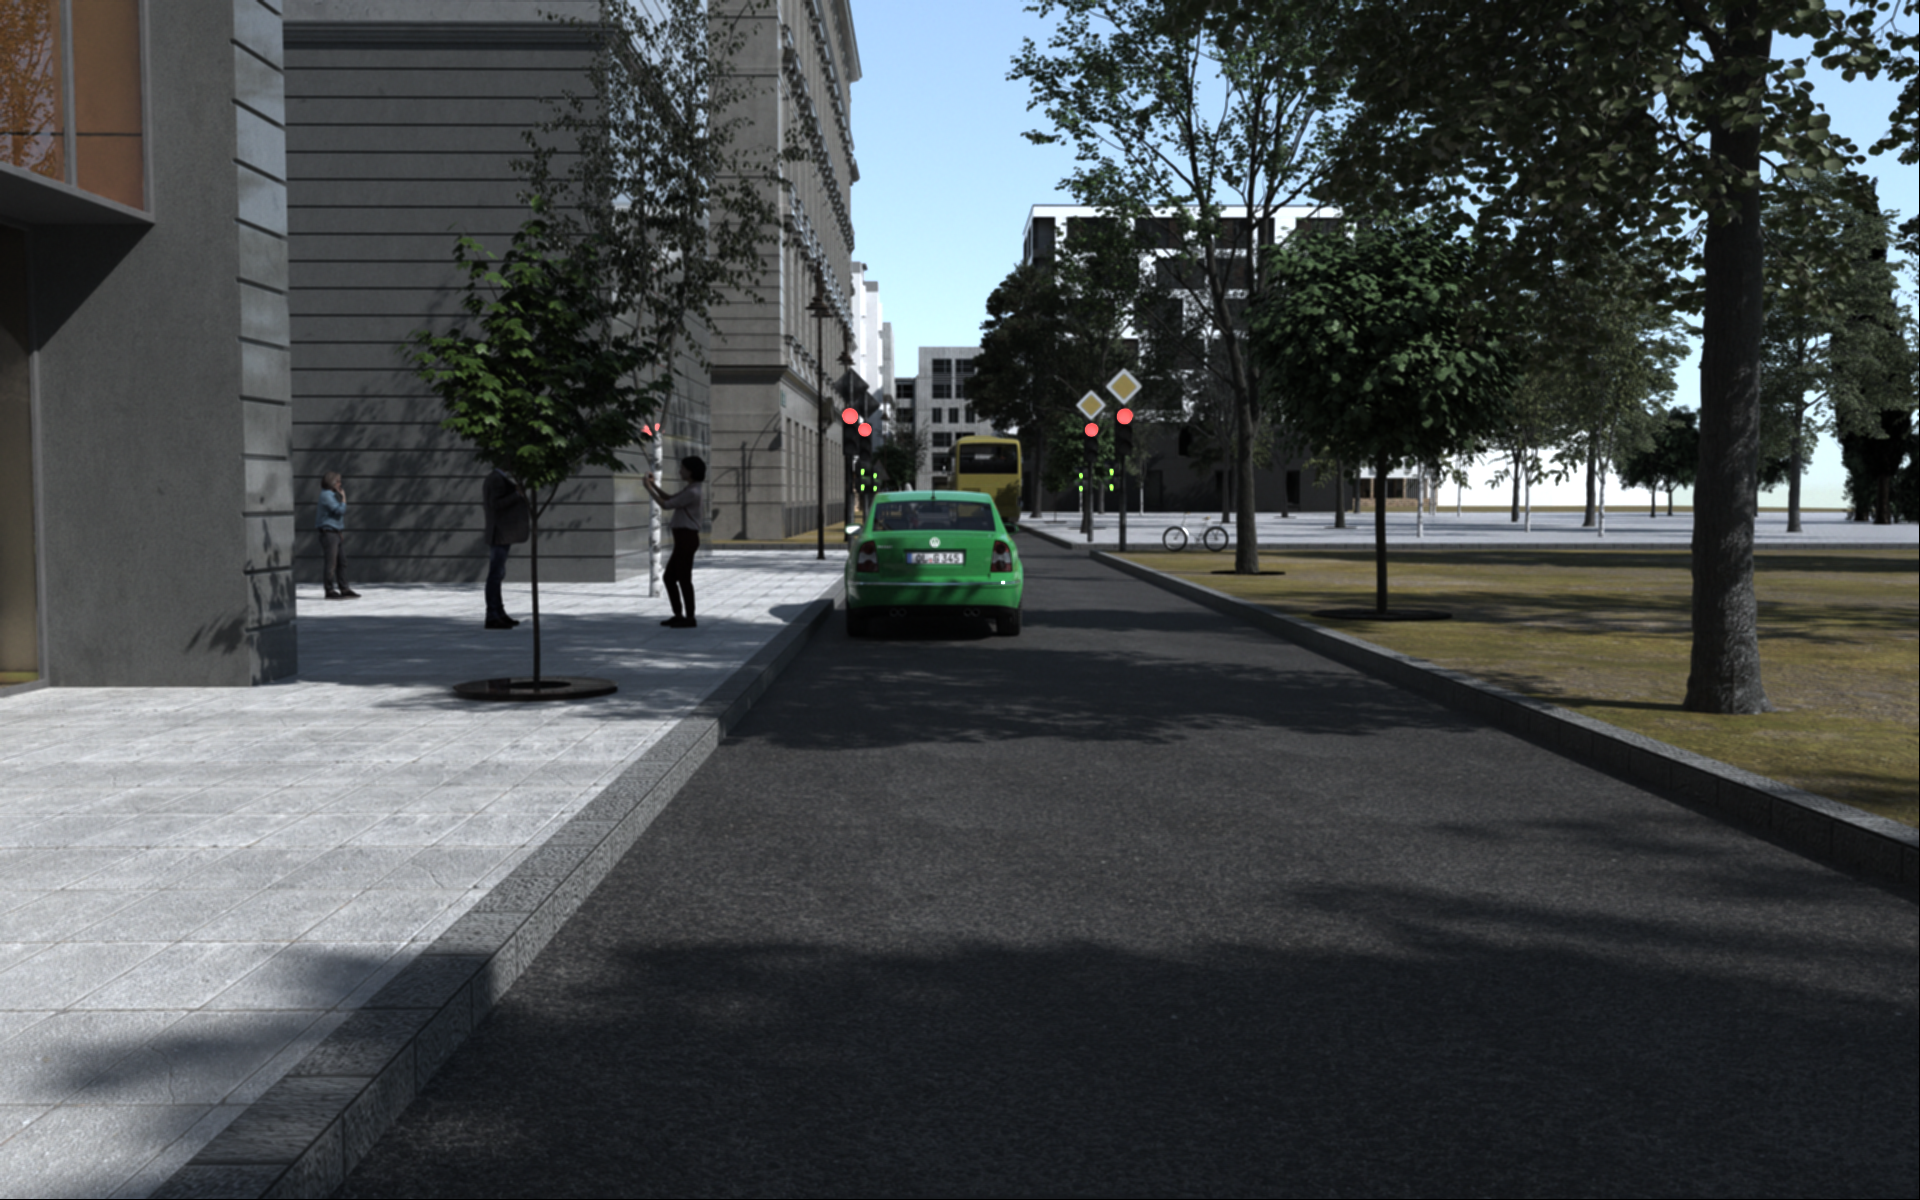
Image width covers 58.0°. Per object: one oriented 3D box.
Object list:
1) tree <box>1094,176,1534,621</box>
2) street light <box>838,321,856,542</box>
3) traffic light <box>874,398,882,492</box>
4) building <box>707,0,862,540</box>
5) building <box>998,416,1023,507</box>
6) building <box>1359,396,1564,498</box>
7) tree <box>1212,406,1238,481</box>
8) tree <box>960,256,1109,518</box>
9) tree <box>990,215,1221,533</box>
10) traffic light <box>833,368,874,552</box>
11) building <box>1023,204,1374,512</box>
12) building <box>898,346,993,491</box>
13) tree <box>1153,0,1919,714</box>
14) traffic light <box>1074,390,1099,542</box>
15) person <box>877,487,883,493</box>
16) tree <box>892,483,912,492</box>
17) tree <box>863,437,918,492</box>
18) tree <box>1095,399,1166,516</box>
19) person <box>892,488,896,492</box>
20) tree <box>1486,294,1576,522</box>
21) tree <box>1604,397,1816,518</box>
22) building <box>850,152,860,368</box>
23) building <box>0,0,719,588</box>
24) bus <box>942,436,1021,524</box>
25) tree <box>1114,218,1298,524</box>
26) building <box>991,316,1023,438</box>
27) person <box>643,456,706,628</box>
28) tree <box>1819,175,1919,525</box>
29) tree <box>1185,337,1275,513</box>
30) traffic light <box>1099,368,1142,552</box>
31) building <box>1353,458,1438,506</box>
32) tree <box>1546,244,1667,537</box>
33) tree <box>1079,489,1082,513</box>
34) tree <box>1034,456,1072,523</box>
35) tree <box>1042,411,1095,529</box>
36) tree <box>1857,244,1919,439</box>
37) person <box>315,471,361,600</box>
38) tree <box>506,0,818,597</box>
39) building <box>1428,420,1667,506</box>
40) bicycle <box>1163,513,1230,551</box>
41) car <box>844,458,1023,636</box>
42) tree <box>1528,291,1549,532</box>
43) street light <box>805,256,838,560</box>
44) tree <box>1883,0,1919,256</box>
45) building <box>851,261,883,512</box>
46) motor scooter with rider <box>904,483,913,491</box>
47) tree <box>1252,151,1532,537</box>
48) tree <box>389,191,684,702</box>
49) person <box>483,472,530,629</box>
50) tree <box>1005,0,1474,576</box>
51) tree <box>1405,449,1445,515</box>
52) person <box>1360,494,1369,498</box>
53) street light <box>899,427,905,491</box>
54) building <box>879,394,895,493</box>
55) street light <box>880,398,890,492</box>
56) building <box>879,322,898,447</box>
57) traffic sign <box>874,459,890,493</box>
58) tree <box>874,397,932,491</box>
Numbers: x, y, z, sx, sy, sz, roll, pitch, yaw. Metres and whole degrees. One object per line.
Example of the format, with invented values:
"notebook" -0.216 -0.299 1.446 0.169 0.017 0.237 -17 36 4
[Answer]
"tree" 4.482 -2.106 18.148 4.285 4.588 4.351 0 3 0
"street light" -3.054 -4.509 46.503 0.468 5.910 1.993 0 4 -1
"traffic light" -2.498 -3.477 46.101 0.839 4.213 0.868 0 4 -1
"building" -13.193 -17.888 68.881 17.030 29.872 44.131 0 4 -1
"building" 8.736 -13.949 170.215 9.099 9.664 28.070 0 4 -1
"building" 58.342 -21.388 216.151 31.486 18.905 16.747 0 4 -1
"tree" 17.852 -9.723 109.341 4.737 8.622 4.395 0 3 0
"tree" 4.145 -11.281 91.863 7.806 13.903 7.818 0 3 0
"tree" 4.329 -7.440 56.059 7.601 10.594 8.767 3 4 39
"traffic light" -2.380 -2.989 38.116 0.839 4.213 0.868 0 4 -1
"building" 18.840 -18.040 138.927 27.936 21.610 32.646 0 4 -1
"building" -5.117 -21.369 215.843 31.486 18.905 16.747 0 4 -1
"tree" 4.488 -5.587 9.471 7.486 12.596 7.792 0 3 0
"traffic light" 3.462 -3.484 46.204 0.839 4.213 0.868 0 4 -1
"person" -3.962 -4.726 84.779 0.415 1.643 0.593 0 4 -6
"tree" -4.777 -8.711 137.031 1.663 3.219 1.824 0 3 0
"tree" -4.107 -7.036 98.752 4.285 4.588 4.351 0 3 0
"tree" 10.577 -9.334 102.978 4.360 8.622 3.978 0 3 0
"person" -6.806 -11.258 190.838 0.721 1.735 1.217 0 4 1
"tree" 25.286 -8.853 79.164 8.767 10.594 7.601 3 5 39
"tree" 43.083 -8.422 100.606 11.467 7.101 20.602 1 4 18
"building" -12.739 -18.777 104.270 12.463 27.353 25.104 0 4 -1
"building" -19.787 -15.410 29.451 29.804 29.767 11.434 0 4 -1
"bus" 0.867 -4.923 72.030 2.896 3.916 12.252 0 4 -2
"tree" 11.614 -10.105 75.582 12.009 13.543 11.850 0 3 0
"building" 11.500 -20.413 190.176 16.016 20.091 11.380 0 4 -1
"person" -2.738 -0.559 16.643 0.566 1.644 0.517 2 4 33
"tree" 43.384 -10.676 76.380 13.155 14.587 18.604 0 4 1
"tree" 18.558 -11.928 117.084 6.751 12.117 7.091 0 3 0
"traffic light" 3.580 -2.995 38.220 0.839 4.213 0.868 0 4 -1
"building" 44.541 -20.321 188.662 11.380 20.091 16.016 0 4 -1
"tree" 19.211 -6.208 51.860 4.737 8.622 4.395 0 3 0
"tree" 8.371 -10.350 119.576 4.360 8.622 3.978 0 3 0
"tree" 4.267 -5.027 76.791 1.663 3.219 1.824 0 3 0
"tree" 4.717 -4.905 63.912 4.285 4.588 4.351 0 3 0
"tree" 28.098 -6.050 49.284 4.737 8.622 4.395 0 3 0
"person" -7.590 -0.780 21.008 0.429 1.552 0.499 1 4 10
"tree" -3.804 -4.353 21.538 4.360 8.622 3.978 0 3 0
"building" 64.230 -15.256 191.585 28.070 9.664 9.099 0 4 -1
"bicycle" 5.314 -1.564 38.797 1.543 0.972 0.635 1 4 14
"car" -0.304 -0.616 18.862 1.959 1.807 4.718 0 4 -2
"tree" 13.819 -6.154 50.978 4.737 8.622 4.395 0 3 0
"street light" -2.729 -3.733 33.814 0.468 5.910 1.993 0 4 -1
"tree" 20.714 -7.471 28.799 9.857 13.997 8.962 0 3 0
"building" -14.218 -17.325 139.690 16.016 20.091 11.380 0 4 -1
"motor scooter with rider" -1.384 -2.418 48.496 0.876 1.779 1.986 0 4 0
"tree" 8.625 -5.216 35.648 4.737 8.622 4.395 0 3 0
"tree" -2.603 -1.010 11.123 1.663 3.219 1.824 0 3 0
"person" -4.349 -0.596 16.606 0.431 1.722 0.655 -1 4 -15
"tree" 4.549 -6.222 27.479 9.928 11.665 9.643 0 3 0
"tree" 29.439 -9.679 108.610 4.360 8.622 3.978 0 3 0
"person" 47.185 -11.844 202.247 1.348 1.812 0.705 3 5 43
"street light" -3.924 -8.815 116.911 0.468 5.910 1.993 0 4 -1
"building" -10.547 -13.309 159.753 9.099 9.664 28.070 0 4 -1
"street light" -3.537 -6.667 81.788 0.468 5.910 1.993 0 4 -1
"building" -22.943 -19.559 186.250 31.486 18.905 16.747 0 4 -1
"traffic sign" -3.040 -3.950 64.589 0.884 2.594 0.081 0 4 4
"tree" -4.259 -10.934 129.130 4.360 8.622 3.978 0 3 0
